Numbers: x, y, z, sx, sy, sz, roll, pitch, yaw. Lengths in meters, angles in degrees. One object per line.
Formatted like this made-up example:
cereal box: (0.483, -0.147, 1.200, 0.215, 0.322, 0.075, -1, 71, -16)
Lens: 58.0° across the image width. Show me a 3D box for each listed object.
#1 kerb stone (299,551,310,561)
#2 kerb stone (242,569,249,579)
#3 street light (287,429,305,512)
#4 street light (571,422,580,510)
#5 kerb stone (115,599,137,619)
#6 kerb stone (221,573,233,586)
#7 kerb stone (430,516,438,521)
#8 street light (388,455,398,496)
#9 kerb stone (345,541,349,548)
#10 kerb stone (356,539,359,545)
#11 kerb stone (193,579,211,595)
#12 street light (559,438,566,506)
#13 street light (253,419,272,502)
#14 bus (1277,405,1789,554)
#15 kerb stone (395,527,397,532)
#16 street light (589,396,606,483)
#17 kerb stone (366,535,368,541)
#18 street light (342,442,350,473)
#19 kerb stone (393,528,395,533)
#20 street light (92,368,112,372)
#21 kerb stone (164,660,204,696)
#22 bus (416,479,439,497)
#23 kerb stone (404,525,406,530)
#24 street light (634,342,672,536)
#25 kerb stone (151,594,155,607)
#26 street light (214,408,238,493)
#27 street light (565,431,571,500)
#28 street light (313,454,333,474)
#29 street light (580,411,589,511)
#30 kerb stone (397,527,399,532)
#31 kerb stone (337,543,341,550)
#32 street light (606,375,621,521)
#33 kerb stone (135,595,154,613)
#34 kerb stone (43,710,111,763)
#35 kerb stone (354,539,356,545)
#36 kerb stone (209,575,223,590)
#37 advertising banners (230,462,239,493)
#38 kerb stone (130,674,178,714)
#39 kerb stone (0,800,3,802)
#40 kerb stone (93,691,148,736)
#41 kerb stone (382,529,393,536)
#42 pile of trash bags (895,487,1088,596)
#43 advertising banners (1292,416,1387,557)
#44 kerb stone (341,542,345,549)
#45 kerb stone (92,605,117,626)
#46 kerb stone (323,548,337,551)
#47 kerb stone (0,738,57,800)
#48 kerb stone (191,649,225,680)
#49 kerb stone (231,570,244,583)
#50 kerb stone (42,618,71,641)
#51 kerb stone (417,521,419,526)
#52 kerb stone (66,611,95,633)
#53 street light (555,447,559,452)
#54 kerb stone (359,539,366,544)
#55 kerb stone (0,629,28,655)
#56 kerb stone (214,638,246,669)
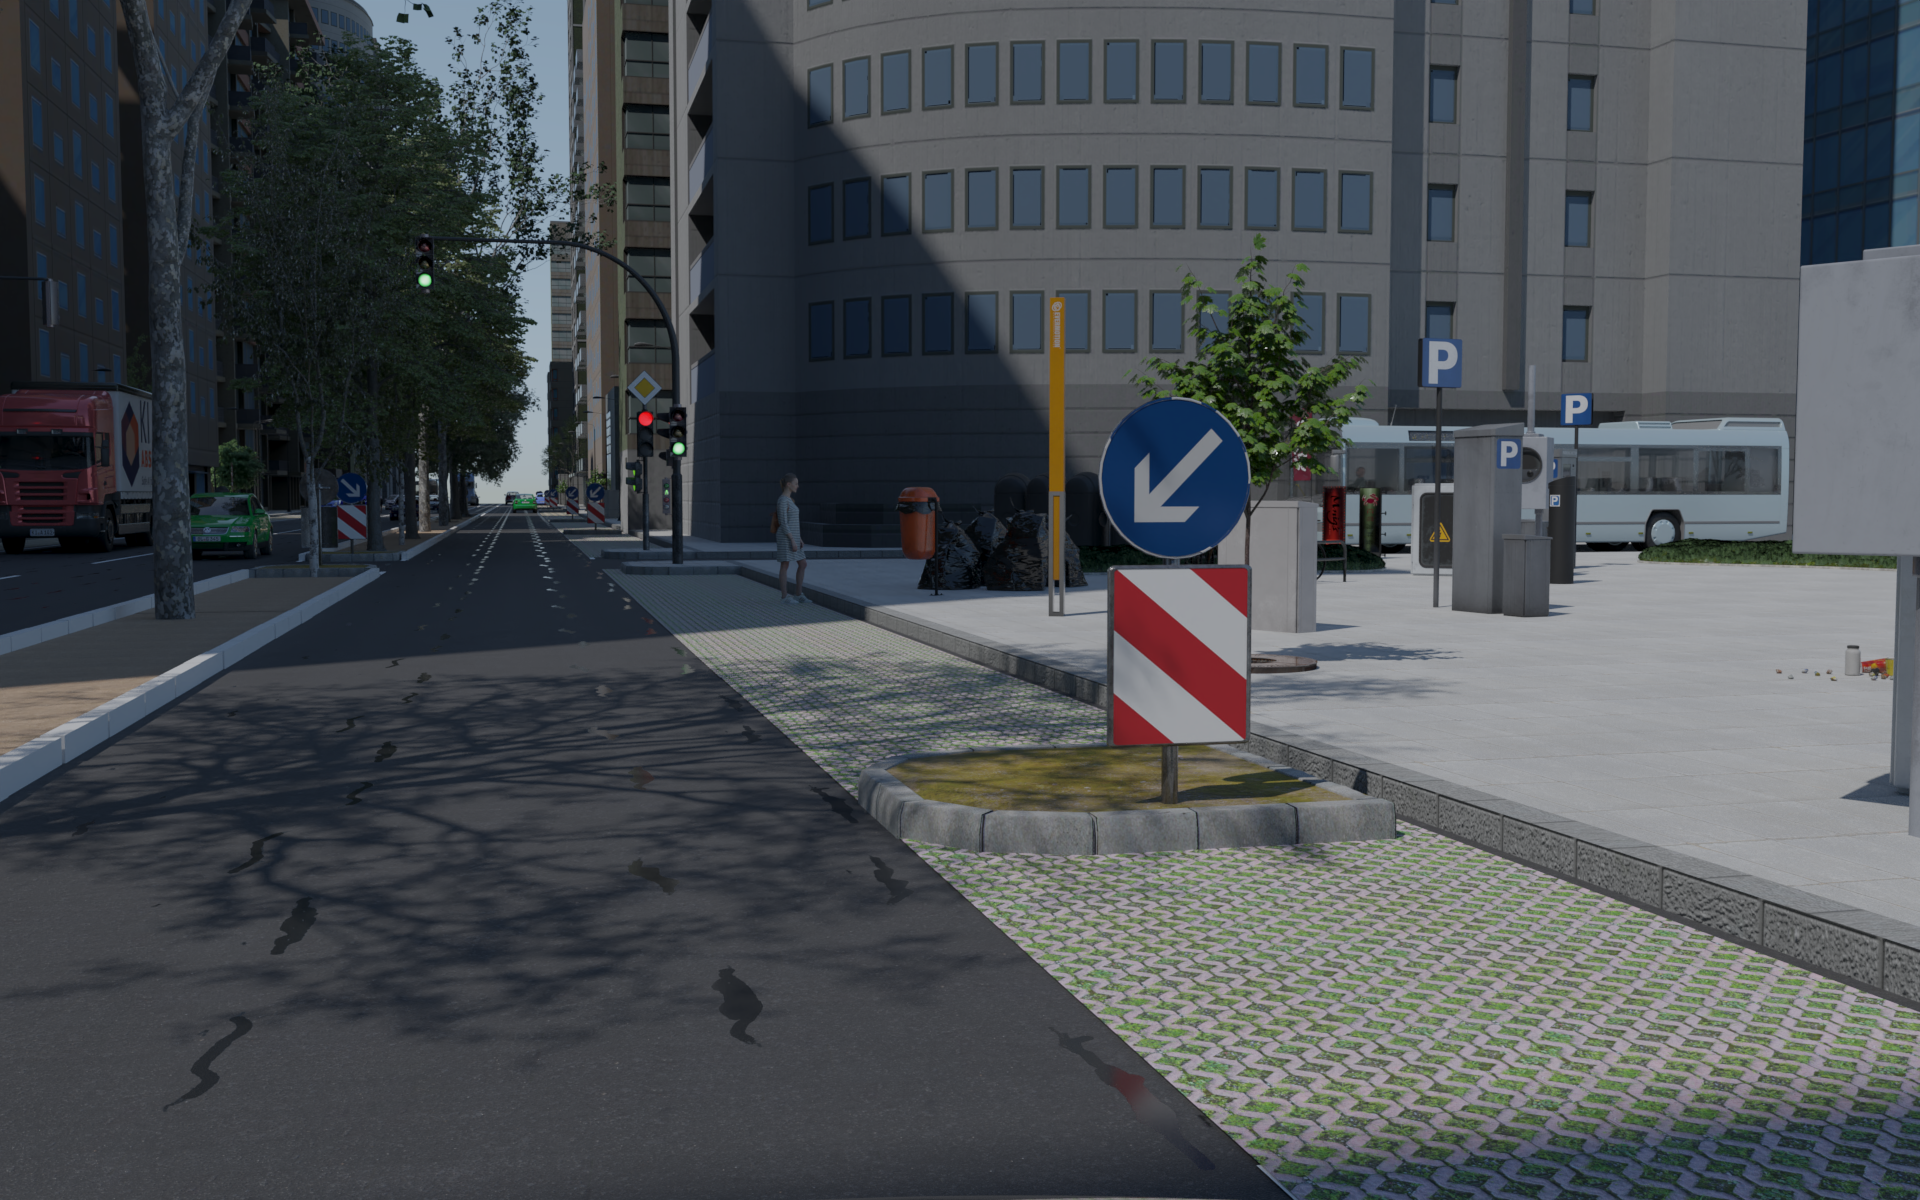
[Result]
kerb stone: (-14.197, -0.935, 37.516, 0.120, 0.150, 1.000, -1, 4, -14)
kerb stone: (-12.037, -0.416, 29.031, 0.120, 0.150, 1.000, -1, 4, -14)
street light: (-47.379, -9.240, 123.614, 1.470, 5.913, 1.316, -1, 4, -14)
street light: (-24.108, -8.516, 111.781, 1.470, 5.913, 1.316, -1, 4, -14)
kerb stone: (-9.748, 0.129, 20.090, 0.120, 0.150, 1.000, -1, 4, -14)
kerb stone: (-11.537, -0.297, 27.044, 0.120, 0.150, 1.000, -1, 4, -14)
kerb stone: (-28.875, -4.458, 95.130, 0.120, 0.150, 1.000, -1, 4, -14)
street light: (-71.666, -15.092, 219.290, 1.470, 5.913, 1.316, -1, 4, -14)
kerb stone: (-16.217, -1.422, 45.456, 0.120, 0.150, 1.000, -1, 4, -14)
kerb stone: (-16.976, -1.603, 48.427, 0.120, 0.150, 1.000, -1, 4, -14)
kerb stone: (-11.025, -0.174, 25.064, 0.120, 0.150, 1.000, -1, 4, -14)
street light: (-31.987, -10.392, 142.452, 1.470, 5.913, 1.316, -1, 4, -14)
street light: (-43.662, -8.355, 109.141, 1.470, 5.913, 1.316, -1, 4, -14)
bus: (13.234, -2.830, 41.130, 13.247, 3.499, 2.948, -1, 4, -16)
kerb stone: (-20.772, -2.506, 63.341, 0.120, 0.150, 1.000, -1, 4, -14)
street light: (-16.748, -6.725, 82.492, 1.470, 5.913, 1.316, -1, 4, -14)
kerb stone: (-17.737, -1.781, 51.413, 0.120, 0.150, 1.000, -1, 4, -14)
street light: (-54.721, -11.016, 152.657, 1.470, 5.913, 1.316, -1, 4, -14)
kerb stone: (-20.519, -2.455, 62.344, 0.120, 0.150, 1.000, -1, 4, -14)
street light: (-32.022, -5.594, 63.995, 1.470, 5.913, 1.316, -1, 4, -14)
kerb stone: (-5.699, 0.583, 12.656, 0.120, 0.150, 1.000, -1, 4, -14)
bus: (-62.952, -12.899, 205.754, 2.948, 3.499, 13.247, -1, 4, -13)
kerb stone: (-22.039, -2.821, 68.321, 0.120, 0.150, 1.000, -1, 4, -14)
street light: (-9.288, -4.940, 53.315, 1.470, 5.913, 1.316, -1, 4, -14)
kerb stone: (-10.265, 0.008, 22.083, 0.120, 0.150, 1.000, -1, 4, -14)
street light: (-39.475, -7.371, 93.057, 1.470, 5.913, 1.316, -1, 4, -14)
street light: (-28.182, -9.508, 128.001, 1.470, 5.913, 1.316, -1, 4, -14)
street light: (-50.988, -10.127, 138.115, 1.470, 5.913, 1.316, -1, 4, -14)
street light: (-20.352, -7.612, 96.994, 1.470, 5.913, 1.316, -1, 4, -14)
kerb stone: (-21.025, -2.576, 64.334, 0.120, 0.150, 1.000, -1, 4, -14)
kerb stone: (-15.711, -1.301, 43.473, 0.120, 0.150, 1.000, -1, 4, -14)
street light: (-12.943, -5.826, 67.804, 1.470, 5.913, 1.316, -1, 4, -14)
kerb stone: (-10.015, 0.073, 21.085, 0.120, 0.150, 1.000, -1, 4, -14)
kerb stone: (-4.940, 0.766, 9.676, 0.120, 0.150, 1.000, -1, 4, -14)
kerb stone: (-16.725, -1.544, 47.436, 0.120, 0.150, 1.000, -1, 4, -14)
kerb stone: (-11.276, -0.236, 26.055, 0.120, 0.150, 1.000, -1, 4, -14)
advertising banners: (-40.559, -6.159, 96.895, 0.090, 3.025, 2.074, -1, 4, -12)
kerb stone: (-5.446, 0.644, 11.663, 0.120, 0.150, 1.000, -1, 4, -14)
kerb stone: (-4.435, 0.887, 7.687, 0.120, 0.150, 1.000, -1, 4, -14)
kerb stone: (-5.190, 0.705, 10.668, 0.120, 0.150, 1.000, -1, 4, -14)
kerb stone: (-20.268, -2.393, 61.352, 0.120, 0.150, 1.000, -1, 4, -14)
pile of trash bags: (0.240, -0.824, 23.222, 1.912, 1.369, 3.447, 2, 4, 32)
advertising banners: (7.510, -2.349, 34.593, 2.074, 3.025, 0.090, 2, 4, 34)
kerb stone: (-15.964, -1.358, 44.463, 0.120, 0.150, 1.000, -1, 4, -14)
kerb stone: (-9.501, 0.189, 19.098, 0.120, 0.150, 1.000, -1, 4, -14)
kerb stone: (-15.462, -1.237, 42.481, 0.120, 0.150, 1.000, -1, 4, -14)
kerb stone: (-4.694, 0.832, 8.678, 0.120, 0.150, 1.000, -1, 4, -14)
kerb stone: (-5.957, 0.523, 13.646, 0.120, 0.150, 1.000, -1, 4, -14)
kerb stone: (-11.782, -0.357, 28.040, 0.120, 0.150, 1.000, -1, 4, -14)
kerb stone: (-9.003, 0.315, 17.108, 0.120, 0.150, 1.000, -1, 4, -14)
kerb stone: (-25.585, -3.670, 82.226, 0.120, 0.150, 1.000, -1, 4, -14)
kerb stone: (-9.251, 0.251, 18.099, 0.120, 0.150, 1.000, -1, 4, -14)
street light: (-35.763, -11.316, 157.557, 1.470, 5.913, 1.316, -1, 4, -14)
kerb stone: (-17.481, -1.723, 50.417, 0.120, 0.150, 1.000, -1, 4, -14)
kerb stone: (-8.744, 0.372, 16.106, 0.120, 0.150, 1.000, -1, 4, -14)
kerb stone: (-6.200, 0.462, 14.639, 0.120, 0.150, 1.000, -1, 4, -14)
